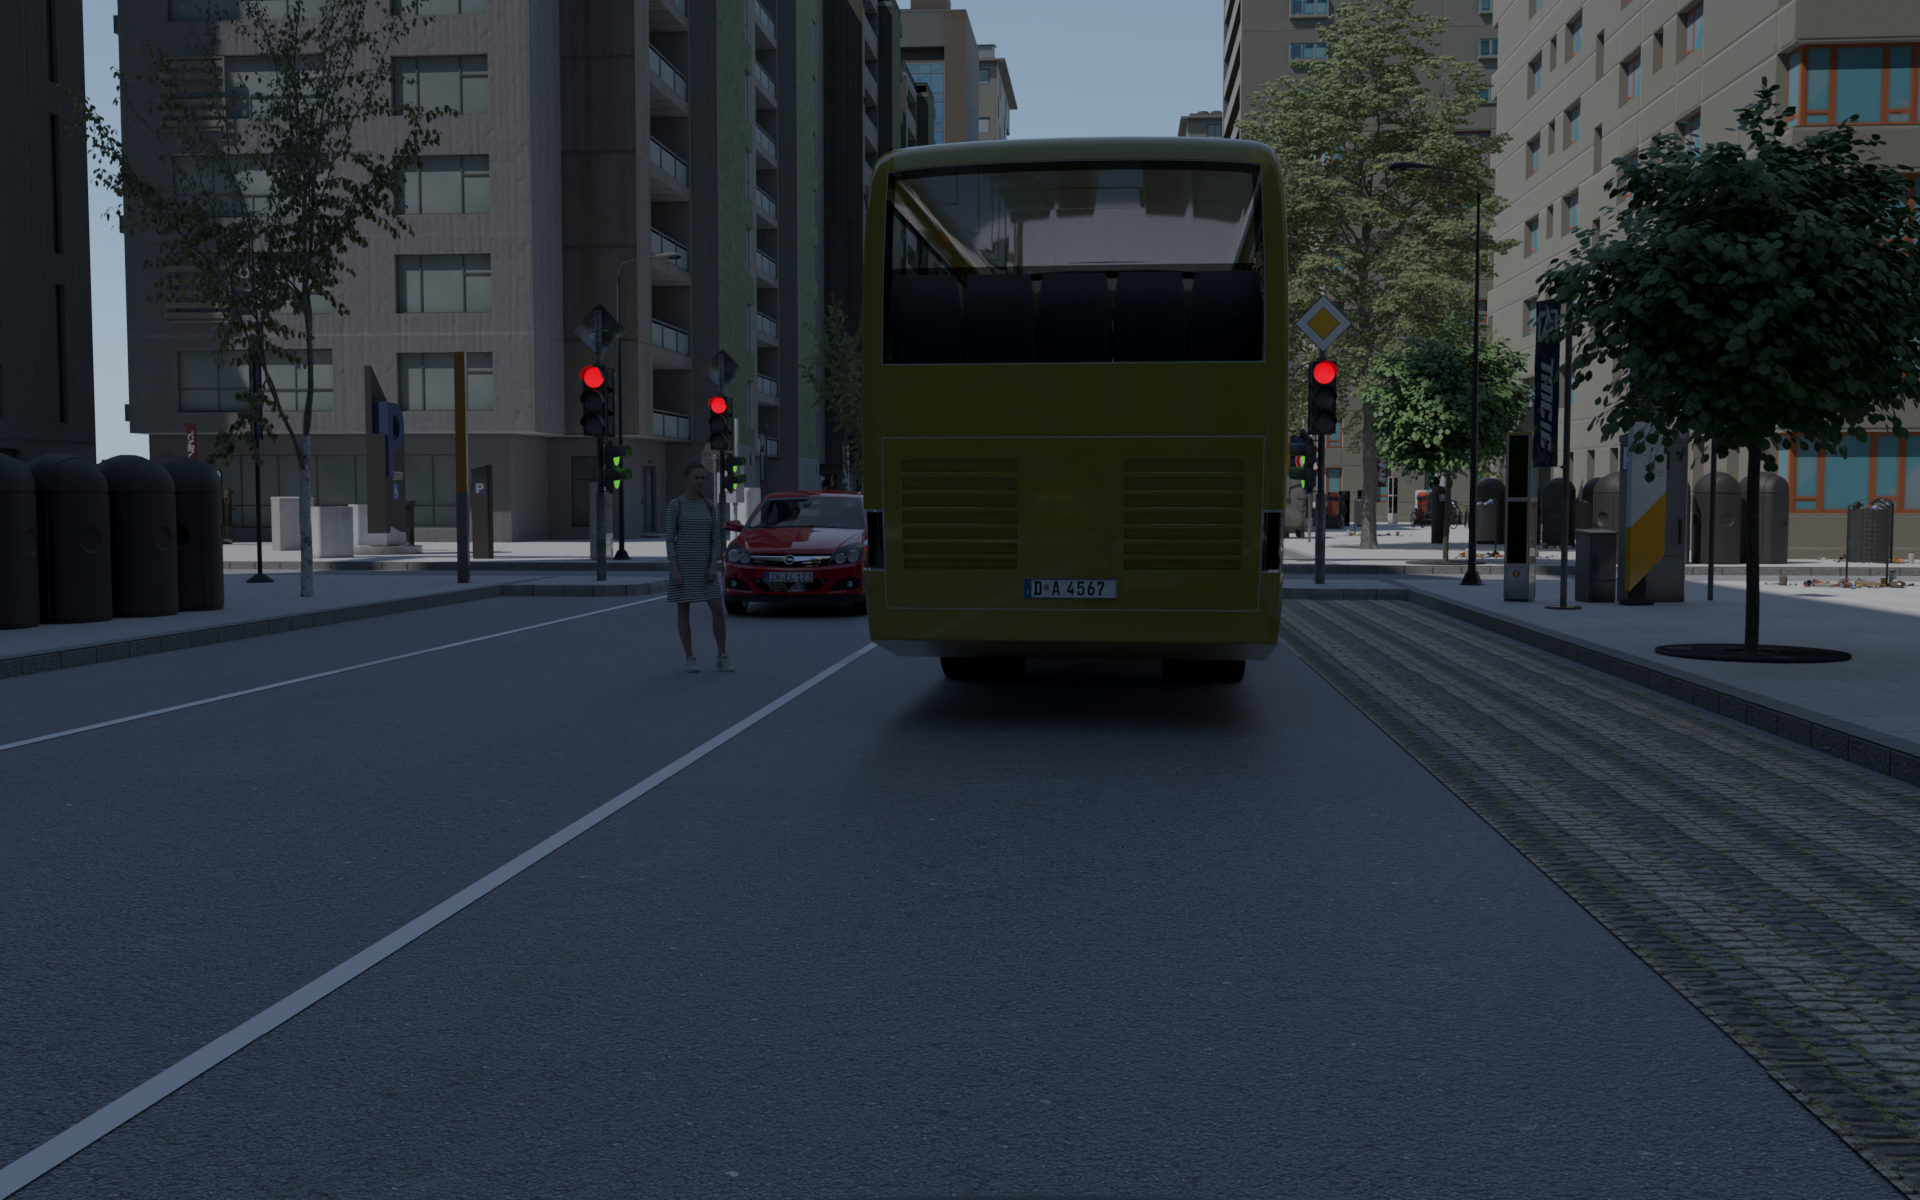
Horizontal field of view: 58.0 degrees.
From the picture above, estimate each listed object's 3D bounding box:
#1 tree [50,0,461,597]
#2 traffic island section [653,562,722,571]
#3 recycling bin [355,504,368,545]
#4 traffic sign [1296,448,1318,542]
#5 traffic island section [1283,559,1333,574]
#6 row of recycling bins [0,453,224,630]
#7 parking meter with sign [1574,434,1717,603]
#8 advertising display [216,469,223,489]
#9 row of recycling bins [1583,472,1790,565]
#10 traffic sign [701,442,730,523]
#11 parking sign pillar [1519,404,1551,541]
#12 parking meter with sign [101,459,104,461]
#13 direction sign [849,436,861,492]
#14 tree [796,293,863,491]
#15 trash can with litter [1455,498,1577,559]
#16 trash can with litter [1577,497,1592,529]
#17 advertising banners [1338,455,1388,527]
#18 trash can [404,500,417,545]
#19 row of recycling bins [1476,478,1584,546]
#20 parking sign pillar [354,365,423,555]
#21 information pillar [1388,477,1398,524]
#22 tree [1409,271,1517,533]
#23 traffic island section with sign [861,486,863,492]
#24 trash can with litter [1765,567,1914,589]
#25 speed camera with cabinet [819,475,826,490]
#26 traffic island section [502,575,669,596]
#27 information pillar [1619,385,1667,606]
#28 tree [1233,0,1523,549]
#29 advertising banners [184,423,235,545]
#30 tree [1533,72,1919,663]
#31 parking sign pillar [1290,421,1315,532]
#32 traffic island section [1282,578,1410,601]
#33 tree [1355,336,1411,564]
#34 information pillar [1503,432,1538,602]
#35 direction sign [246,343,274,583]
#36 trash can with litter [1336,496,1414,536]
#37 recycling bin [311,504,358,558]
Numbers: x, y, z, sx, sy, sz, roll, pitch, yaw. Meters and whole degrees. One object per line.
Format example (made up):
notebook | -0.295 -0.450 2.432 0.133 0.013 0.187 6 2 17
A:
tree | -8.399 -4.343 21.376 4.360 8.622 3.978 0 3 0
traffic island section | -4.623 -0.695 33.649 2.009 0.180 2.903 0 4 5
recycling bin | -14.687 -1.857 42.918 0.722 1.027 0.722 -3 4 -36
traffic sign | 9.282 -2.803 45.928 0.768 2.556 0.104 1 4 11
traffic island section | 5.876 -0.638 32.706 2.009 0.180 2.903 0 4 5
row of recycling bins | -8.918 -0.657 17.859 1.069 1.692 3.534 1 4 15
parking meter with sign | 8.242 -1.491 20.647 1.738 3.016 0.543 -1 4 -11
advertising display | -19.602 -2.422 44.818 0.974 1.923 0.123 -2 4 -27
row of recycling bins | 13.478 -1.515 31.875 3.534 1.692 1.069 0 4 -2
traffic sign | -5.853 -2.530 41.472 0.768 2.556 0.104 1 4 13
parking sign pillar | 15.948 -3.657 48.265 1.447 3.967 1.447 -1 4 -10
parking meter with sign | -43.862 -5.586 87.586 1.738 3.016 0.543 1 4 13
direction sign | -3.915 -4.653 68.068 0.876 3.537 0.379 1 4 8
tree | -3.905 -6.950 63.995 4.737 8.622 4.395 0 3 0
trash can with litter | 10.980 -1.460 34.923 2.233 1.210 1.678 0 4 3
trash can with litter | 14.232 -1.812 40.690 2.233 1.210 1.678 -1 4 -22
advertising banners | 15.905 -4.413 68.346 2.074 3.025 0.090 1 4 22
trash can | -12.658 -1.683 39.165 0.748 1.137 0.748 0 3 0
row of recycling bins | 14.693 -2.232 43.610 3.534 1.692 1.069 3 4 36
parking sign pillar | -12.257 -2.967 36.977 1.447 3.967 1.447 0 4 0
information pillar | 18.568 -4.268 74.273 0.304 2.012 0.304 -2 4 -31
tree | 15.907 -6.469 56.136 4.737 8.622 4.395 0 3 0
traffic island section with sign | -2.784 -2.787 54.190 1.989 1.847 2.006 0 4 5
trash can with litter | 12.185 -0.799 24.117 2.233 1.210 1.678 1 4 18
speed camera with cabinet | -7.247 -5.569 85.390 0.660 3.252 2.038 1 4 19
traffic island section | -5.337 -0.209 25.696 2.009 0.180 2.903 0 4 5
information pillar | 7.893 -1.747 19.916 0.504 3.616 0.183 -1 4 -17
tree | 9.175 -7.437 39.717 7.486 12.596 7.792 0 3 0
advertising banners | -18.821 -2.889 43.424 0.090 3.025 2.074 1 4 8
tree | 6.304 -1.838 13.769 4.285 4.588 4.351 0 3 0
parking sign pillar | 11.480 -4.309 58.920 1.447 3.967 1.447 -1 4 -22
traffic island section | 5.162 -0.151 24.753 2.009 0.180 2.903 0 4 5
tree | 8.869 -2.937 31.726 4.285 4.588 4.351 0 3 0
information pillar | 6.691 -0.988 20.654 0.304 2.012 0.304 2 4 34
direction sign | -10.176 -2.023 25.080 0.379 3.537 0.876 -2 4 -31
trash can with litter | 12.683 -2.556 52.844 2.233 1.210 1.678 1 4 20
recycling bin | -12.720 -1.369 34.942 0.722 1.027 0.722 -3 5 -43
